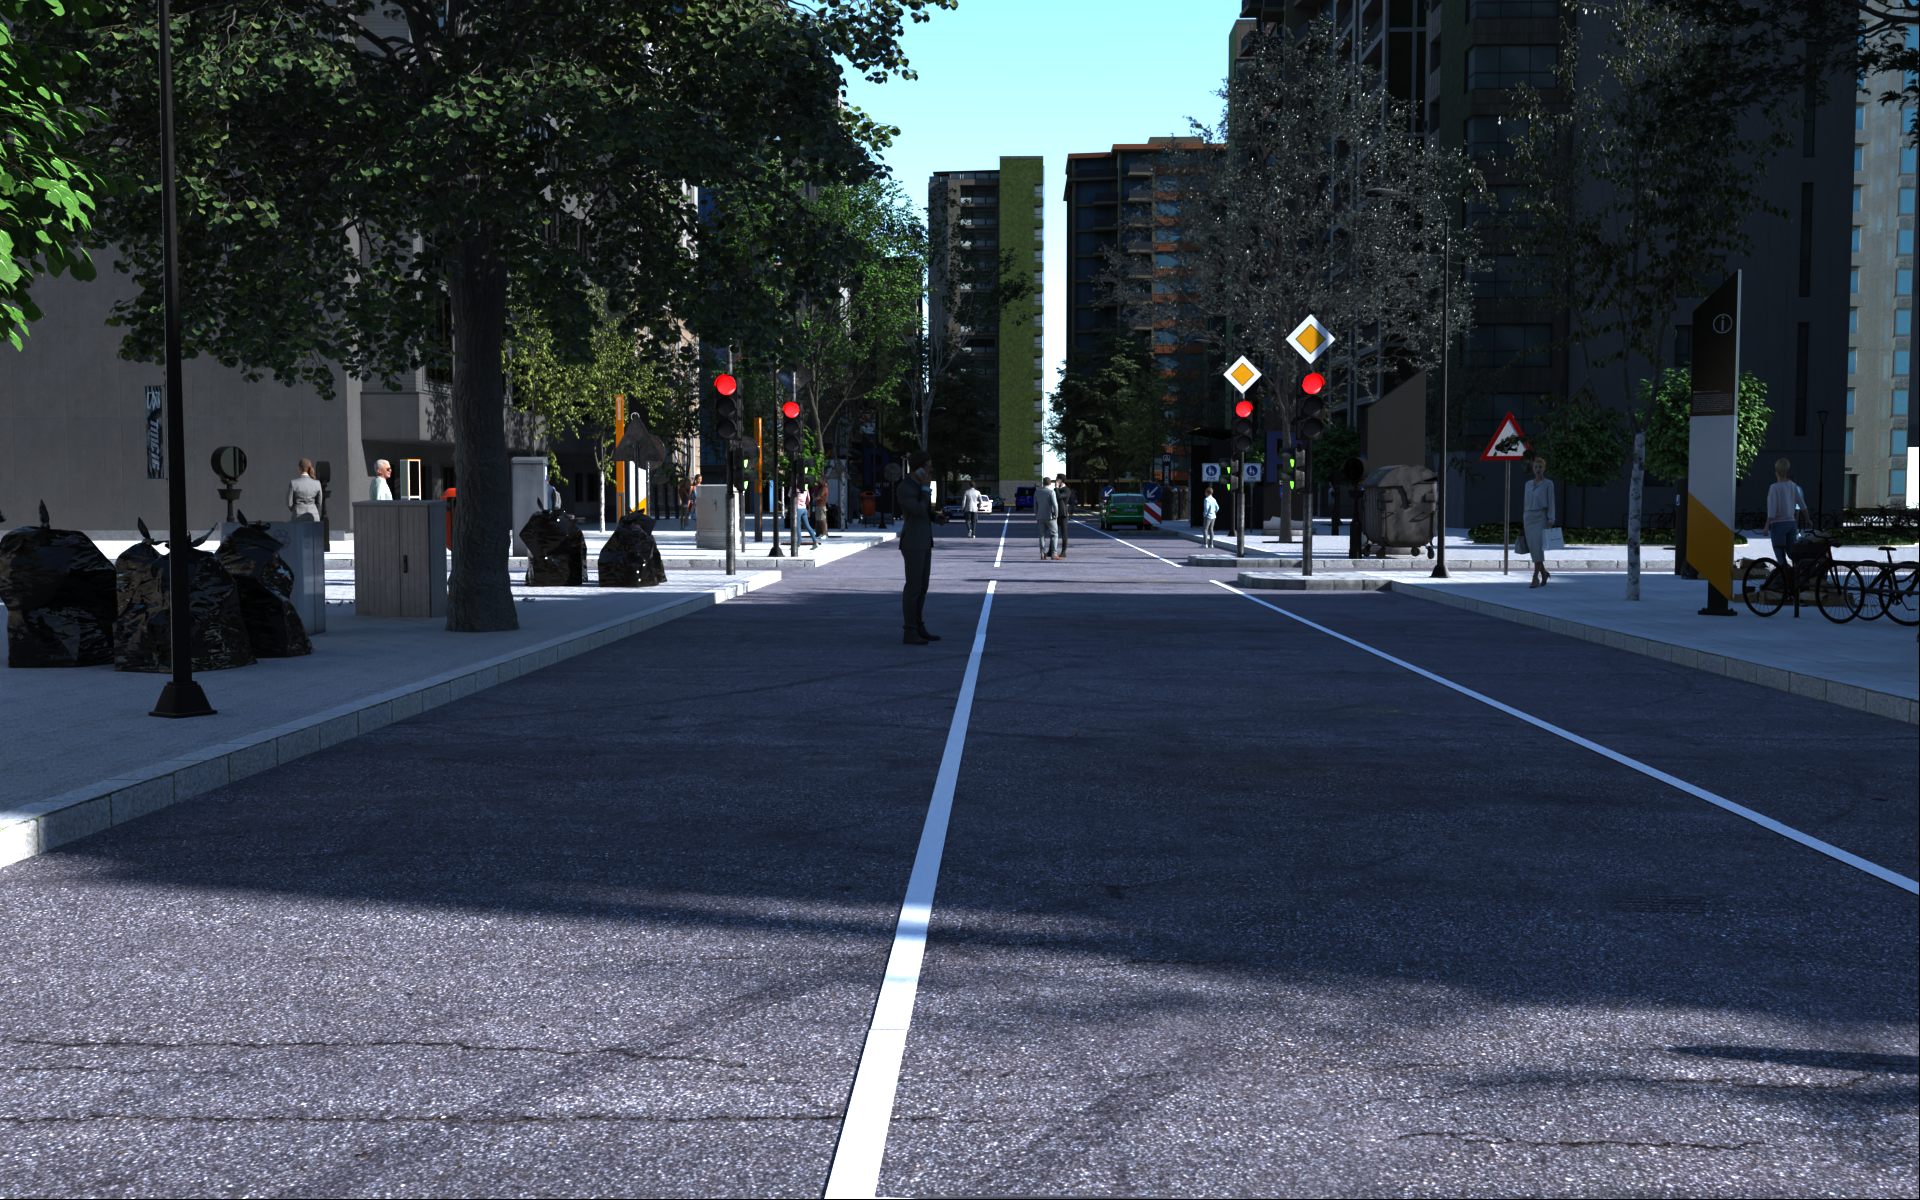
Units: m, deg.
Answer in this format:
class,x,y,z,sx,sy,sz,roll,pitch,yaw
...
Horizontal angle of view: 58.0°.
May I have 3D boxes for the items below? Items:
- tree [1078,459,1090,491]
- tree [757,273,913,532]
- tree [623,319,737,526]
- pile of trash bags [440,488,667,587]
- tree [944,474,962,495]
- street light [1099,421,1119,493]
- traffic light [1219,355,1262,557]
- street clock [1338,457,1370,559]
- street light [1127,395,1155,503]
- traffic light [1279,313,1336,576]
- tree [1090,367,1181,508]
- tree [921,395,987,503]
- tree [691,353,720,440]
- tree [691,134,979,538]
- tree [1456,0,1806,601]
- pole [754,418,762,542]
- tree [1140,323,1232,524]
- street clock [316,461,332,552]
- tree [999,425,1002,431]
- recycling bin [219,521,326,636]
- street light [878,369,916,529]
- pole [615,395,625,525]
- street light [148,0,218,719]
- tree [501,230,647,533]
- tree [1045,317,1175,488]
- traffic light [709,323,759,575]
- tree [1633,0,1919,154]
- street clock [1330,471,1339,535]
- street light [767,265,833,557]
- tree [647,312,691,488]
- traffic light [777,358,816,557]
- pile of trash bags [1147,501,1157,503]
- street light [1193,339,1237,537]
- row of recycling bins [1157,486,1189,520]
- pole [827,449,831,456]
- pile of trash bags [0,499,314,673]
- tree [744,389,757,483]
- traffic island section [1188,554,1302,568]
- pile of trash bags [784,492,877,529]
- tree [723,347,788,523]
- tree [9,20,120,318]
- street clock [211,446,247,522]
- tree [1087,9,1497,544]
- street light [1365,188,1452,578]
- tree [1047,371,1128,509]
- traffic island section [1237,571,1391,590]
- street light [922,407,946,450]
class,x,y,z,sx,sy,sz,roll,pitch,yaw
tree,12.494,-12.564,155.776,4.737,8.622,4.395,0,3,0
tree,-3.868,-6.631,58.784,4.360,8.622,3.978,0,3,0
tree,-11.344,-7.327,70.159,4.360,8.622,3.978,0,3,0
pile of trash bags,-5.860,-0.921,24.809,3.447,1.369,1.912,1,4,11
tree,-0.483,-10.389,164.457,1.663,3.219,1.824,0,3,0
street light,9.494,-8.399,109.870,1.470,5.913,1.316,0,4,2
traffic light,5.682,-2.824,35.092,0.839,4.253,0.868,0,4,2
street clock,7.824,-1.813,34.206,0.358,2.002,0.471,-3,5,-44
street light,8.509,-6.634,81.005,1.470,5.913,1.316,0,4,2
traffic light,5.437,-2.336,27.110,0.839,4.253,0.868,0,4,2
tree,10.883,-9.394,103.960,4.737,8.622,4.395,0,3,0
tree,-1.025,-13.408,153.640,8.767,10.594,7.601,3,5,39
tree,-11.913,-7.051,65.638,4.737,8.622,4.395,0,3,0
tree,-4.229,-7.650,50.837,9.928,11.665,9.643,0,3,0
tree,8.159,-4.315,20.907,4.360,8.622,3.978,0,3,0
pole,-5.405,-3.212,46.367,0.158,3.312,0.155,0,3,0
tree,9.786,-7.545,73.722,4.360,8.622,3.978,0,3,0
street clock,-14.076,-2.065,38.325,0.358,2.002,0.471,-2,4,-31
tree,-1.675,-13.755,131.554,9.857,13.997,8.962,0,3,0
recycling bin,-6.248,-0.197,15.770,0.722,1.027,0.722,0,4,-3
street light,-2.337,-5.600,64.107,1.470,5.913,1.316,0,4,2
pole,-7.003,-2.560,35.702,0.158,3.312,0.155,0,3,0
street light,-3.977,-2.283,9.868,1.470,5.913,1.316,0,4,2
tree,-11.866,-6.056,49.372,4.737,8.622,4.395,0,3,0
tree,11.047,-13.445,126.479,9.857,13.997,8.962,0,3,0
traffic light,-3.620,-2.352,27.371,0.839,4.253,0.868,0,4,2
tree,7.806,-4.715,11.499,7.601,10.594,8.767,-1,4,-13
street clock,11.632,-3.002,53.646,0.358,2.002,0.471,0,4,-2
street light,-3.222,-3.835,35.239,1.470,5.913,1.316,0,4,2
tree,-11.683,-6.551,57.473,4.737,8.622,4.395,0,3,0
traffic light,-3.375,-2.840,35.352,0.839,4.253,0.868,0,4,2
pile of trash bags,10.823,-5.518,99.979,1.912,1.369,3.447,3,5,45
street light,7.690,-4.868,52.135,1.470,5.913,1.316,0,4,2
row of recycling bins,10.556,-4.800,85.597,1.069,1.692,3.534,2,4,26
pole,-5.547,-4.876,73.569,0.158,3.312,0.155,0,3,0
pile of trash bags,-6.834,-0.237,13.635,3.447,1.369,1.912,1,4,20
tree,-11.452,-8.090,82.638,4.360,8.622,3.978,0,3,0
traffic island section,5.722,-0.790,35.204,2.009,0.180,2.903,0,4,2
pile of trash bags,-4.768,-3.358,64.653,3.447,1.369,1.912,-1,4,-23
tree,-9.512,-7.731,76.765,4.737,8.622,4.395,0,3,0
tree,-12.623,-4.374,21.885,4.360,8.622,3.978,0,3,0
street clock,-11.080,-1.329,26.299,0.358,2.002,0.471,2,4,30
tree,8.505,-8.213,44.660,12.009,13.543,11.850,0,3,0
street light,6.847,-3.298,26.467,1.470,5.913,1.316,0,4,2
tree,11.066,-13.401,144.859,9.928,11.665,9.643,0,3,0
traffic island section,5.477,-0.302,27.223,2.009,0.180,2.903,0,4,2
street light,-1.472,-7.366,92.975,1.470,5.913,1.316,0,4,2
